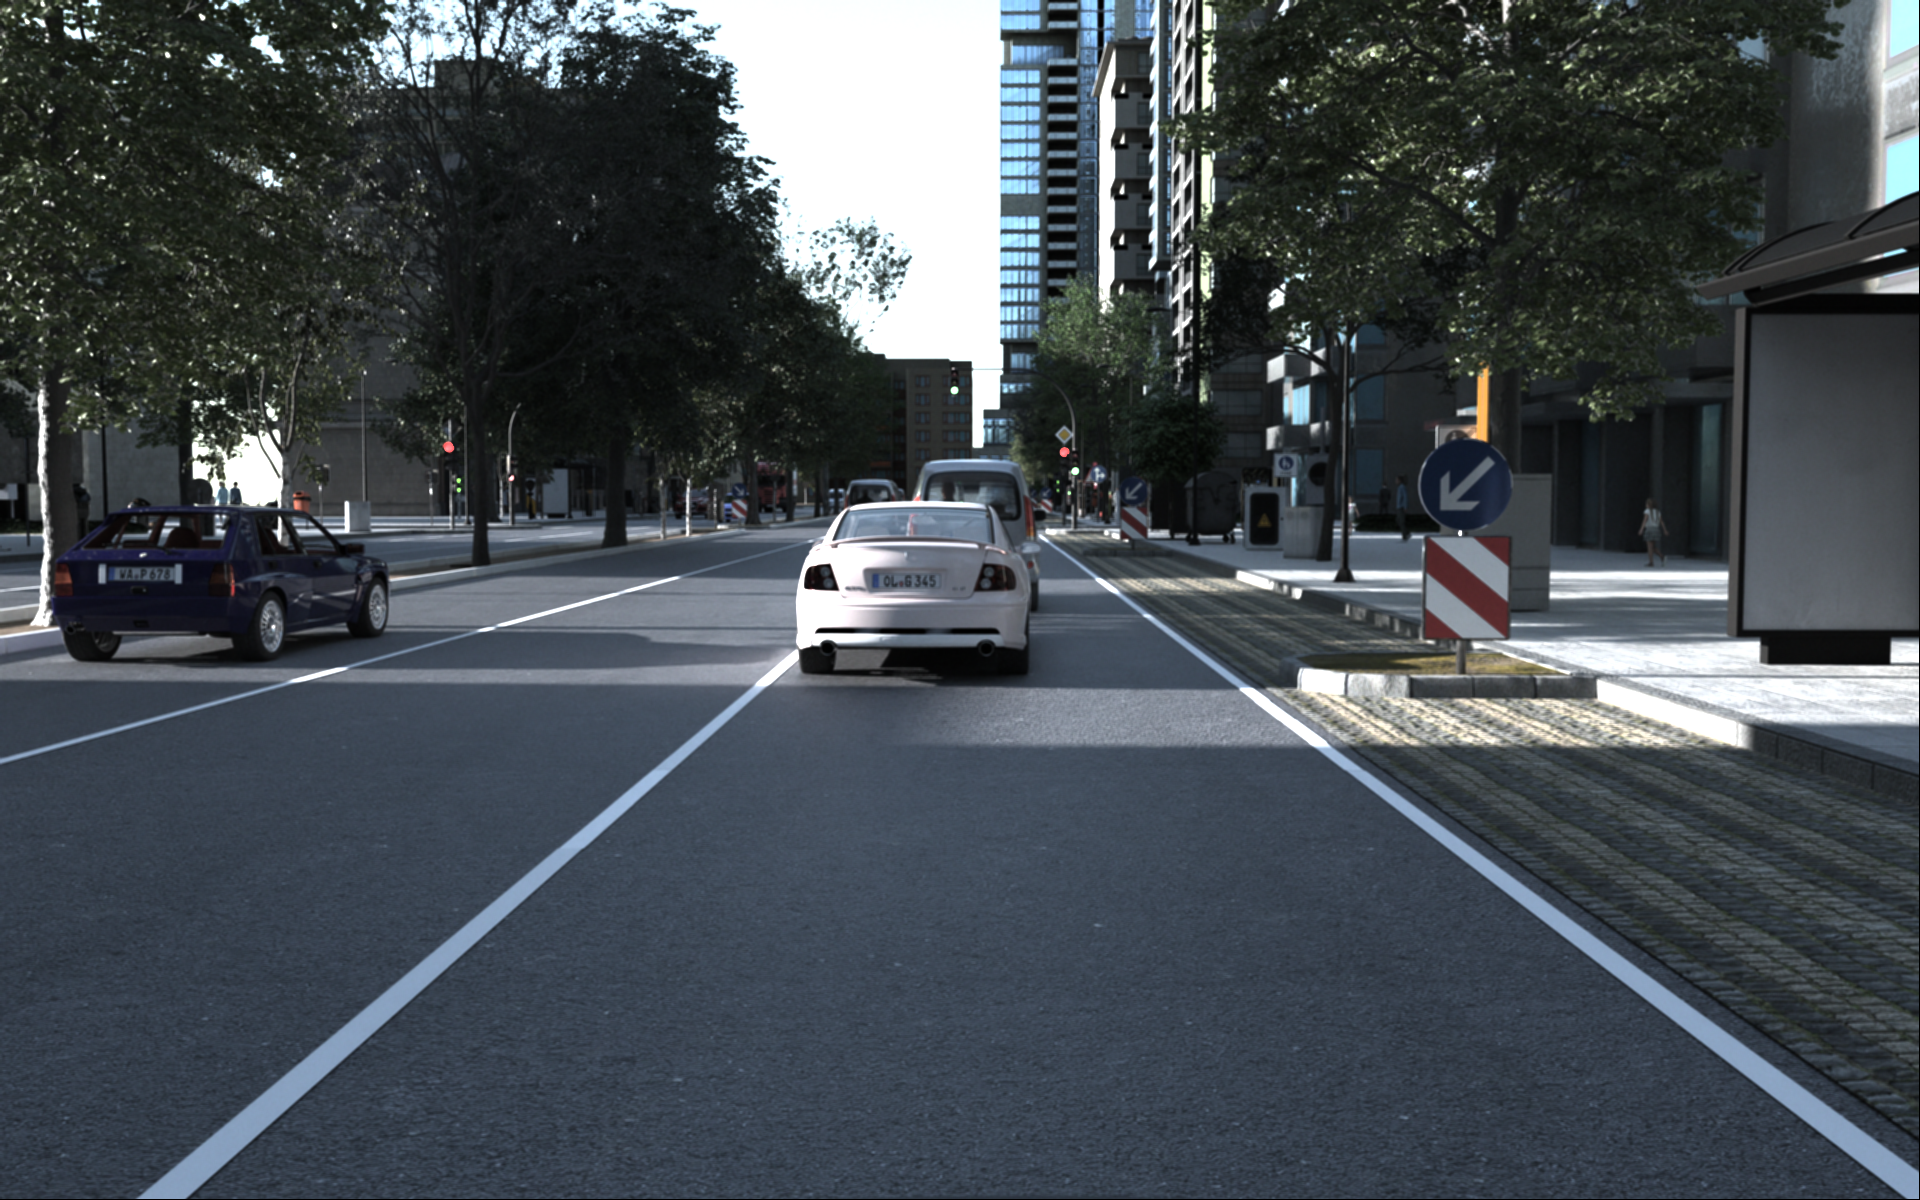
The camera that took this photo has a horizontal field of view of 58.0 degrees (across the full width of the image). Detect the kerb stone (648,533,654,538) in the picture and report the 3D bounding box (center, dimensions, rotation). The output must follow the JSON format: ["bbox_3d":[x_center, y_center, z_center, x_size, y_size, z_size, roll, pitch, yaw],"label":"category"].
[{"bbox_3d":[-10.159,-2.070,56.069,0.120,0.150,1.000,0,4,1],"label":"kerb stone"}]

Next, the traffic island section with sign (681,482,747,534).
[{"bbox_3d":[-9.002,-3.364,63.144,2.006,1.907,1.989,0,4,1],"label":"traffic island section with sign"}]

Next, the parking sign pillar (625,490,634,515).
[{"bbox_3d":[-21.140,-7.323,108.196,1.447,3.967,1.447,0,4,-6],"label":"parking sign pillar"}]

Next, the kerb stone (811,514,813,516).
[{"bbox_3d":[-9.437,-5.236,107.799,0.120,0.150,1.000,0,4,1],"label":"kerb stone"}]

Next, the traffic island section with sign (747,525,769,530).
[{"bbox_3d":[-8.890,-3.817,70.551,2.006,1.907,1.989,0,4,1],"label":"traffic island section with sign"}]

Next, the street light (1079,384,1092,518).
[{"bbox_3d":[5.739,-6.174,73.481,1.470,5.913,1.316,0,4,1],"label":"street light"}]

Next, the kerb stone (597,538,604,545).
[{"bbox_3d":[-10.259,-1.632,48.881,0.120,0.150,1.000,0,4,1],"label":"kerb stone"}]

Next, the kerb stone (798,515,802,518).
[{"bbox_3d":[-9.529,-4.859,101.644,0.120,0.150,1.000,0,4,1],"label":"kerb stone"}]

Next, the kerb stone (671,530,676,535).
[{"bbox_3d":[-10.103,-2.318,60.162,0.120,0.150,1.000,0,4,1],"label":"kerb stone"}]

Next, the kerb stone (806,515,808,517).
[{"bbox_3d":[-9.483,-5.047,104.717,0.120,0.150,1.000,0,4,1],"label":"kerb stone"}]

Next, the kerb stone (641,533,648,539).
[{"bbox_3d":[-10.170,-2.009,55.047,0.120,0.150,1.000,0,4,1],"label":"kerb stone"}]

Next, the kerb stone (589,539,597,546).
[{"bbox_3d":[-10.269,-1.570,47.859,0.120,0.150,1.000,0,4,1],"label":"kerb stone"}]

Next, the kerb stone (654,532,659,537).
[{"bbox_3d":[-10.146,-2.130,57.093,0.120,0.150,1.000,0,4,1],"label":"kerb stone"}]

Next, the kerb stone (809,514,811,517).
[{"bbox_3d":[-9.451,-5.173,106.767,0.120,0.150,1.000,0,4,1],"label":"kerb stone"}]

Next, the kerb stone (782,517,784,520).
[{"bbox_3d":[-9.657,-4.295,92.411,0.120,0.150,1.000,0,4,1],"label":"kerb stone"}]

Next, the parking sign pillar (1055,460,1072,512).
[{"bbox_3d":[7.392,-8.116,121.166,1.447,3.967,1.447,-1,4,-20],"label":"parking sign pillar"}]

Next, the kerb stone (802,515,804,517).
[{"bbox_3d":[-9.510,-4.922,102.669,0.120,0.150,1.000,0,4,1],"label":"kerb stone"}]

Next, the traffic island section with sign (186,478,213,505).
[{"bbox_3d":[-18.453,-2.013,41.538,1.989,1.847,2.006,0,4,1],"label":"traffic island section with sign"}]

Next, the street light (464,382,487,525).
[{"bbox_3d":[-19.829,-6.051,71.476,1.470,5.913,1.316,0,4,1],"label":"street light"}]

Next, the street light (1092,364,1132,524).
[{"bbox_3d":[5.602,-5.482,62.173,1.470,5.913,1.316,0,4,1],"label":"street light"}]

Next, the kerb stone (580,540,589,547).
[{"bbox_3d":[-10.278,-1.507,46.837,0.120,0.150,1.000,0,4,1],"label":"kerb stone"}]

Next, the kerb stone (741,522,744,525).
[{"bbox_3d":[-9.868,-3.356,77.065,0.120,0.150,1.000,0,4,1],"label":"kerb stone"}]

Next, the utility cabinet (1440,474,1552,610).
[{"bbox_3d":[5.827,-0.624,18.880,1.173,1.500,0.318,-1,4,-14],"label":"utility cabinet"}]

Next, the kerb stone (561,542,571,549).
[{"bbox_3d":[-10.314,-1.376,44.781,0.120,0.150,1.000,0,4,1],"label":"kerb stone"}]

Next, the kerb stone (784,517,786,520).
[{"bbox_3d":[-9.639,-4.355,93.436,0.120,0.150,1.000,0,4,1],"label":"kerb stone"}]

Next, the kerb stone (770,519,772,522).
[{"bbox_3d":[-9.720,-3.981,87.299,0.120,0.150,1.000,0,4,1],"label":"kerb stone"}]

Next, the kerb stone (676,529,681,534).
[{"bbox_3d":[-10.088,-2.386,61.199,0.120,0.150,1.000,0,4,1],"label":"kerb stone"}]

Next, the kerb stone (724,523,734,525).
[{"bbox_3d":[-9.912,-3.168,73.999,0.120,0.150,1.000,0,4,1],"label":"kerb stone"}]

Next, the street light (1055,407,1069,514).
[{"bbox_3d":[5.960,-7.297,91.840,1.470,5.913,1.316,0,4,1],"label":"street light"}]

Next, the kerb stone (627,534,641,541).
[{"bbox_3d":[-10.186,-1.946,54.010,0.120,0.150,1.000,0,4,1],"label":"kerb stone"}]

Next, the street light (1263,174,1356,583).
[{"bbox_3d":[5.063,-3.214,25.087,1.470,5.913,1.316,0,4,1],"label":"street light"}]

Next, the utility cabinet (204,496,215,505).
[{"bbox_3d":[-23.102,-2.573,53.223,0.306,1.237,1.020,-1,4,-16],"label":"utility cabinet"}]

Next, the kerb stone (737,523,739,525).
[{"bbox_3d":[-9.881,-3.293,76.043,0.120,0.150,1.000,0,4,1],"label":"kerb stone"}]

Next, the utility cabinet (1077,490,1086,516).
[{"bbox_3d":[6.958,-5.627,100.686,0.318,1.500,1.173,1,4,23],"label":"utility cabinet"}]

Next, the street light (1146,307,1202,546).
[{"bbox_3d":[5.326,-4.318,43.140,1.470,5.913,1.316,0,4,1],"label":"street light"}]

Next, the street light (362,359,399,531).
[{"bbox_3d":[-20.001,-5.333,59.734,1.470,5.913,1.316,0,4,1],"label":"street light"}]

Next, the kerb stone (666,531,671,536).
[{"bbox_3d":[-10.113,-2.257,59.140,0.120,0.150,1.000,0,4,1],"label":"kerb stone"}]

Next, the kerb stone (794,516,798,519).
[{"bbox_3d":[-9.554,-4.734,99.589,0.120,0.150,1.000,0,4,1],"label":"kerb stone"}]

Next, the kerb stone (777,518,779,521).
[{"bbox_3d":[-9.685,-4.169,90.366,0.120,0.150,1.000,0,4,1],"label":"kerb stone"}]

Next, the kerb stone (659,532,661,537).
[{"bbox_3d":[-10.127,-2.195,58.118,0.120,0.150,1.000,0,4,1],"label":"kerb stone"}]

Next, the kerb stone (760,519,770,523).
[{"bbox_3d":[-9.738,-3.919,86.277,0.120,0.150,1.000,0,4,1],"label":"kerb stone"}]

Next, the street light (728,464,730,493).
[{"bbox_3d":[-18.717,-10.501,144.225,1.470,5.913,1.316,0,4,1],"label":"street light"}]

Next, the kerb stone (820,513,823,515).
[{"bbox_3d":[-9.300,-5.862,118.044,0.120,0.150,1.000,0,4,1],"label":"kerb stone"}]

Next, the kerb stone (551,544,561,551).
[{"bbox_3d":[-10.336,-1.319,43.757,0.120,0.150,1.000,0,4,1],"label":"kerb stone"}]

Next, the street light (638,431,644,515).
[{"bbox_3d":[-19.286,-8.258,107.555,1.470,5.913,1.316,0,4,1],"label":"street light"}]

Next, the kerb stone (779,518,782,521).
[{"bbox_3d":[-9.667,-4.232,91.388,0.120,0.150,1.000,0,4,1],"label":"kerb stone"}]

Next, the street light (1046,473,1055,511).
[{"bbox_3d":[6.248,-8.392,109.748,1.470,5.913,1.316,0,4,1],"label":"street light"}]

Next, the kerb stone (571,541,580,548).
[{"bbox_3d":[-10.299,-1.444,45.814,0.120,0.150,1.000,0,4,1],"label":"kerb stone"}]

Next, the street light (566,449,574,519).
[{"bbox_3d":[-19.626,-7.146,89.386,1.470,5.913,1.316,0,4,1],"label":"street light"}]

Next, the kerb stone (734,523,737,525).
[{"bbox_3d":[-9.893,-3.231,75.021,0.120,0.150,1.000,0,4,1],"label":"kerb stone"}]

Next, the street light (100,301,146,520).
[{"bbox_3d":[-20.157,-4.237,41.824,1.470,5.913,1.316,0,4,1],"label":"street light"}]

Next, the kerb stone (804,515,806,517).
[{"bbox_3d":[-9.494,-4.984,103.691,0.120,0.150,1.000,0,4,1],"label":"kerb stone"}]

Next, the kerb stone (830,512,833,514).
[{"bbox_3d":[-9.207,-6.236,124.200,0.120,0.150,1.000,0,4,1],"label":"kerb stone"}]
